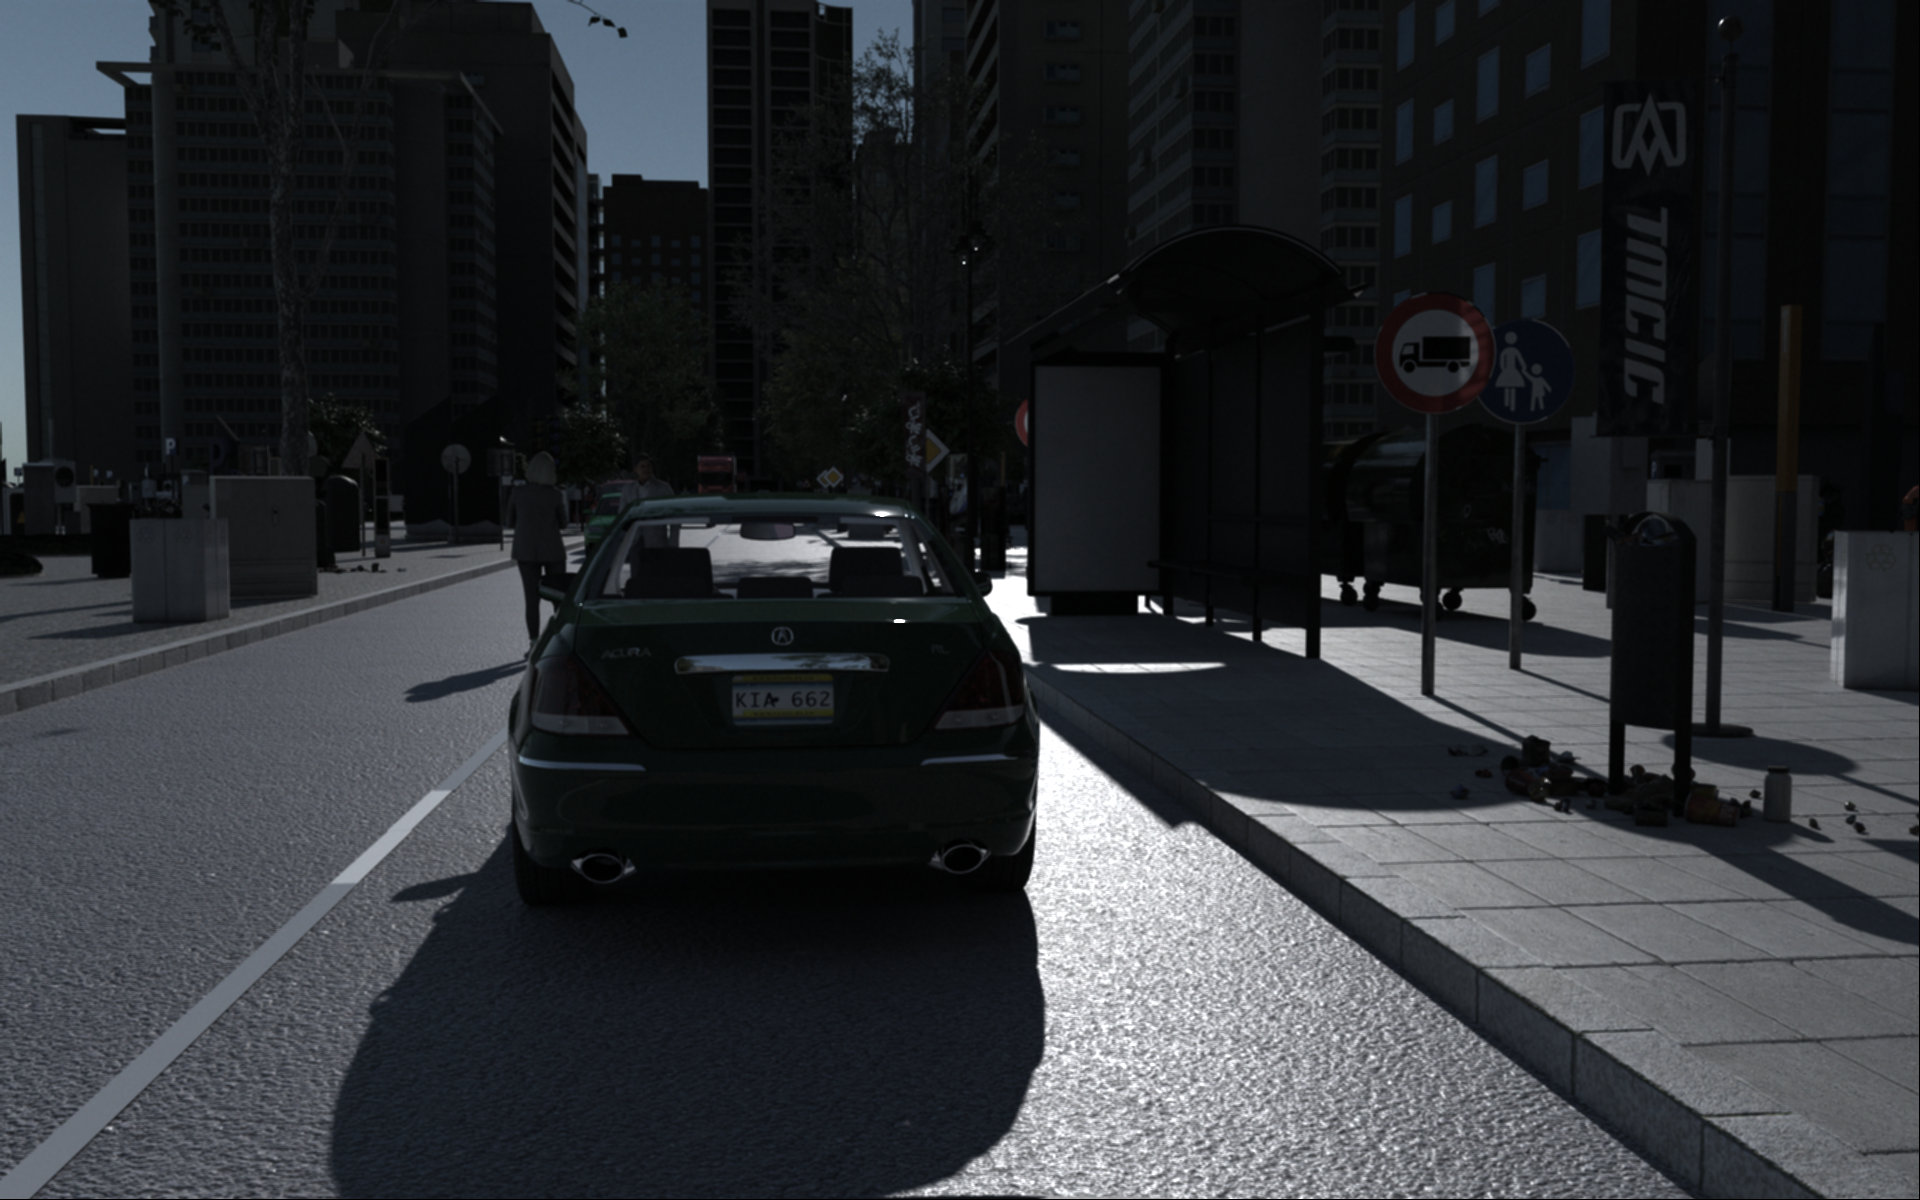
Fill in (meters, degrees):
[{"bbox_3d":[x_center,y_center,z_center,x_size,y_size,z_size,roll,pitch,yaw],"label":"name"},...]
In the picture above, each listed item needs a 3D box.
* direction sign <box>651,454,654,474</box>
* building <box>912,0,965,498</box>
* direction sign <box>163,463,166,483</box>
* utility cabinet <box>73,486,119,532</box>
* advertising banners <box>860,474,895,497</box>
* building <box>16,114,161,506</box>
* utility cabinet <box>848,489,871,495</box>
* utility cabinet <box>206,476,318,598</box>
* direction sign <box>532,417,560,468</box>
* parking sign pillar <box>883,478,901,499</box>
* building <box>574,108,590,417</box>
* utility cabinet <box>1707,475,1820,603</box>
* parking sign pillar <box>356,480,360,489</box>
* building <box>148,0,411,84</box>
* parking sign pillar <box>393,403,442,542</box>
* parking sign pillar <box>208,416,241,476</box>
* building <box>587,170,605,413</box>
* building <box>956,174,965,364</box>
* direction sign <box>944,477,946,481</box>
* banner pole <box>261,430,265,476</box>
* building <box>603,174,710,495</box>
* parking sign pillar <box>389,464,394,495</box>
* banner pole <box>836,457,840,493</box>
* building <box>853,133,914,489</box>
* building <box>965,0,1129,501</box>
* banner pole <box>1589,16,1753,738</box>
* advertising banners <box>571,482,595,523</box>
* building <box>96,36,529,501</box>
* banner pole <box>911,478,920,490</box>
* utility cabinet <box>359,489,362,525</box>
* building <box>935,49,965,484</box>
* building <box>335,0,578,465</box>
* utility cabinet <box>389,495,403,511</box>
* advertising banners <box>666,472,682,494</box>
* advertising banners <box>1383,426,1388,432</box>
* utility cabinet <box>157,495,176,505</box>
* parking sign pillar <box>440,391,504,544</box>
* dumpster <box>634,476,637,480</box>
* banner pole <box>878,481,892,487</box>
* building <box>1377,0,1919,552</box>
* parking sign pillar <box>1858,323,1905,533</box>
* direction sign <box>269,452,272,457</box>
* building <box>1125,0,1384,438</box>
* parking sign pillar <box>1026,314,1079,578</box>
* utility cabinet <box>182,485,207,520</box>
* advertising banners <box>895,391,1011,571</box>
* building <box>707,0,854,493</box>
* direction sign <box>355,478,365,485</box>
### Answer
[{"bbox_3d":[-17.505,-6.523,98.647,0.379,3.537,0.876,0,4,-3],"label":"direction sign"},{"bbox_3d":[5.279,-39.902,194.390,21.231,58.520,28.212,0,4,-6],"label":"building"},{"bbox_3d":[-58.036,-8.221,126.408,0.379,3.537,0.876,-1,4,-14],"label":"direction sign"},{"bbox_3d":[-23.508,-2.355,47.177,0.318,1.500,1.173,2,4,26],"label":"utility cabinet"},{"bbox_3d":[-2.561,-3.909,60.104,2.074,3.025,0.090,0,4,1],"label":"advertising banners"},{"bbox_3d":[-92.973,-30.998,190.415,14.086,41.232,14.154,0,4,-6],"label":"building"},{"bbox_3d":[-4.776,-4.438,81.234,1.173,1.500,0.318,-2,4,-34],"label":"utility cabinet"},{"bbox_3d":[-8.566,-0.774,21.326,1.173,1.500,0.318,-3,4,-37],"label":"utility cabinet"},{"bbox_3d":[-12.164,-3.607,50.969,0.876,3.537,0.379,1,4,13],"label":"direction sign"},{"bbox_3d":[-2.944,-5.375,76.360,1.447,3.967,1.447,2,4,23],"label":"parking sign pillar"},{"bbox_3d":[-49.814,-33.363,195.603,14.200,45.320,14.600,0,4,-6],"label":"building"},{"bbox_3d":[9.487,-0.723,20.504,1.173,1.500,0.318,3,5,41],"label":"utility cabinet"},{"bbox_3d":[-45.284,-8.567,128.547,1.447,3.967,1.447,0,4,2],"label":"parking sign pillar"},{"bbox_3d":[-71.285,-39.557,188.762,28.212,58.520,21.231,0,4,-6],"label":"building"},{"bbox_3d":[-14.443,-3.597,47.291,1.447,3.967,1.447,0,4,-1],"label":"parking sign pillar"},{"bbox_3d":[-25.119,-4.325,59.187,1.447,3.967,1.447,3,4,38],"label":"parking sign pillar"},{"bbox_3d":[-65.650,-38.498,249.047,30.456,49.044,23.786,0,4,-6],"label":"building"},{"bbox_3d":[6.415,-23.714,159.426,14.160,30.474,14.107,0,4,-6],"label":"building"},{"bbox_3d":[-1.030,-6.707,101.649,0.876,3.537,0.379,0,4,2],"label":"direction sign"},{"bbox_3d":[-27.353,-4.775,68.095,0.401,3.779,0.863,-1,4,-19],"label":"banner pole"},{"bbox_3d":[-42.592,-36.431,245.761,14.200,45.320,14.600,0,4,-6],"label":"building"},{"bbox_3d":[-34.960,-7.329,108.300,1.447,3.967,1.447,-2,4,-34],"label":"parking sign pillar"},{"bbox_3d":[-7.197,-6.863,102.230,0.401,3.779,0.863,1,4,14],"label":"banner pole"},{"bbox_3d":[-2.031,-40.873,257.512,27.495,52.752,28.713,0,4,-6],"label":"building"},{"bbox_3d":[12.194,-31.346,136.216,21.300,48.544,21.600,0,4,-6],"label":"building"},{"bbox_3d":[3.815,-1.175,9.234,0.863,3.779,0.401,1,4,12],"label":"banner pole"},{"bbox_3d":[-16.819,-4.867,75.770,2.074,3.025,0.090,-2,4,-34],"label":"advertising banners"},{"bbox_3d":[-54.171,-28.133,151.857,32.217,40.220,23.993,0,4,-6],"label":"building"},{"bbox_3d":[-3.111,-7.902,119.213,0.863,3.779,0.401,-2,4,-28],"label":"banner pole"},{"bbox_3d":[-24.894,-3.776,70.411,1.173,1.500,0.318,-2,4,-24],"label":"utility cabinet"},{"bbox_3d":[5.106,-31.984,173.042,14.600,45.320,14.200,0,4,-6],"label":"building"},{"bbox_3d":[-50.706,-33.721,175.040,21.300,48.544,21.600,0,4,-6],"label":"building"},{"bbox_3d":[-33.493,-5.589,102.548,1.020,1.237,0.306,-3,5,-44],"label":"utility cabinet"},{"bbox_3d":[-22.657,-8.677,138.050,0.090,3.025,2.074,3,4,38],"label":"advertising banners"},{"bbox_3d":[10.971,-3.015,45.487,0.090,3.025,2.074,0,4,2],"label":"advertising banners"},{"bbox_3d":[-49.817,-5.968,108.740,1.020,1.237,0.306,0,4,3],"label":"utility cabinet"},{"bbox_3d":[-12.715,-3.481,45.379,1.447,3.967,1.447,-1,4,-21],"label":"parking sign pillar"},{"bbox_3d":[-17.504,-5.577,93.674,1.502,2.255,1.985,0,4,-7],"label":"dumpster"},{"bbox_3d":[-3.215,-5.007,71.889,0.863,3.779,0.401,1,4,20],"label":"banner pole"},{"bbox_3d":[19.368,-23.917,41.150,14.600,45.320,14.200,0,4,-6],"label":"building"},{"bbox_3d":[14.840,-2.414,27.941,1.447,3.967,1.447,1,4,21],"label":"parking sign pillar"},{"bbox_3d":[-37.003,-6.180,93.042,0.379,3.537,0.876,-1,4,-16],"label":"direction sign"},{"bbox_3d":[23.287,-25.049,101.438,23.993,40.220,32.217,0,4,-6],"label":"building"},{"bbox_3d":[1.728,-2.312,26.269,1.447,3.967,1.447,-2,4,-32],"label":"parking sign pillar"},{"bbox_3d":[-18.837,-2.125,43.417,1.173,1.500,0.318,-1,4,-20],"label":"utility cabinet"},{"bbox_3d":[-0.106,-2.017,29.165,2.074,3.025,0.090,2,4,25],"label":"advertising banners"},{"bbox_3d":[-25.759,-49.709,250.989,20.611,71.187,20.563,0,4,-6],"label":"building"},{"bbox_3d":[-38.378,-7.236,110.305,0.876,3.537,0.379,-1,4,-16],"label":"direction sign"}]
